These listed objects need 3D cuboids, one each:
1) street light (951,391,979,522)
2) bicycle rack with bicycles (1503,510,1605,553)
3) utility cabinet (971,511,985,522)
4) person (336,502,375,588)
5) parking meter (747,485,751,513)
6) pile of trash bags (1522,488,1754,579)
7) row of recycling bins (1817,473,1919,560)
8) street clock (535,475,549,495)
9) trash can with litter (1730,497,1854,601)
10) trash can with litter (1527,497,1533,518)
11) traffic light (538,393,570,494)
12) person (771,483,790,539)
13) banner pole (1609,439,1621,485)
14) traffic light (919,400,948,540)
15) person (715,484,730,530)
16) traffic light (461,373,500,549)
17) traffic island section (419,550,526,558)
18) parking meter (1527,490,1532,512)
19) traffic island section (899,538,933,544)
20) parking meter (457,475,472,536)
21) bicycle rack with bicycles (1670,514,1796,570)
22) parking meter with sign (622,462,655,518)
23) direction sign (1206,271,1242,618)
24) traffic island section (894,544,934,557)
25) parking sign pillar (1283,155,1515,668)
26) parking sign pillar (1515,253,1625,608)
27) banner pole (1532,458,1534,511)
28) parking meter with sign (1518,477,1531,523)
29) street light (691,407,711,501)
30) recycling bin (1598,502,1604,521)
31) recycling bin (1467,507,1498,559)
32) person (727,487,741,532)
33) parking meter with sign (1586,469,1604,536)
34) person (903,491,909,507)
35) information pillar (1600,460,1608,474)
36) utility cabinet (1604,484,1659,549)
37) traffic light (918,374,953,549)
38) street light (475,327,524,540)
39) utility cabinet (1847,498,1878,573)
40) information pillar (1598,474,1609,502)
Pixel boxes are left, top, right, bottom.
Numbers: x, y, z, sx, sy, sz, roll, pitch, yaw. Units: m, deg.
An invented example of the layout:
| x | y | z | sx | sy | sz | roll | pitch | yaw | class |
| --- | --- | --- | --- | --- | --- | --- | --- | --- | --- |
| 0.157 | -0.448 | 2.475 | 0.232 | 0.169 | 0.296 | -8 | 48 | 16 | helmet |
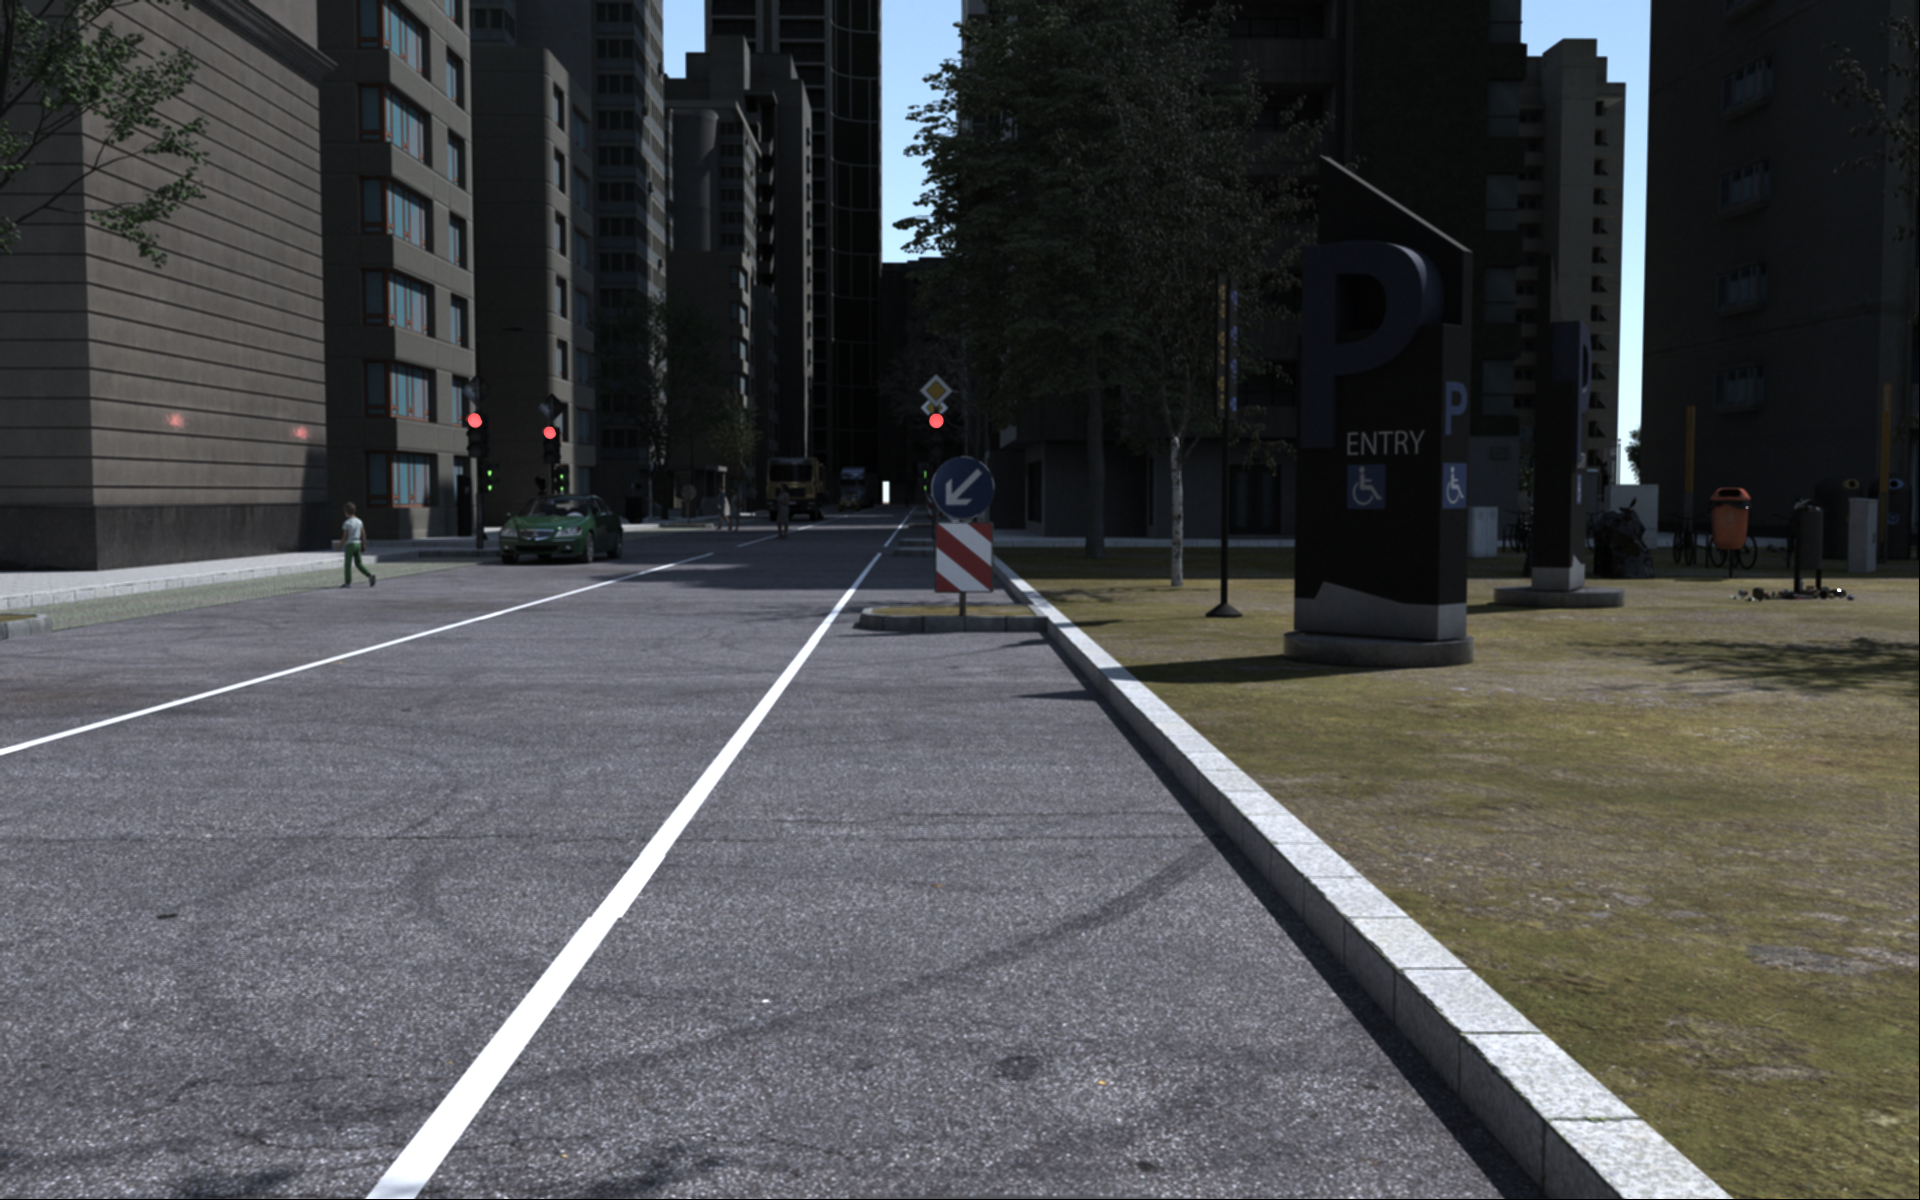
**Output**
| x | y | z | sx | sy | sz | roll | pitch | yaw | class |
| --- | --- | --- | --- | --- | --- | --- | --- | --- | --- |
| 0.186 | -6.478 | 78.456 | 1.470 | 5.913 | 1.316 | 0 | 4 | -1 | street light |
| 13.068 | -1.522 | 38.267 | 2.925 | 0.926 | 2.852 | -3 | 5 | -44 | bicycle rack with bicycles |
| 0.982 | -4.282 | 81.171 | 1.020 | 1.237 | 0.306 | 3 | 5 | 41 | utility cabinet |
| -9.252 | -0.842 | 26.507 | 0.590 | 1.304 | 0.306 | 1 | 4 | 11 | person |
| -14.305 | -6.823 | 117.272 | 0.255 | 1.863 | 0.399 | 0 | 4 | -8 | parking meter |
| 10.421 | -1.047 | 26.878 | 3.447 | 1.369 | 1.912 | 2 | 4 | 31 | pile of trash bags |
| 18.629 | -1.634 | 33.835 | 3.534 | 1.692 | 1.069 | 1 | 4 | 20 | row of recycling bins |
| -15.566 | -3.668 | 64.537 | 0.471 | 2.002 | 0.358 | -2 | 4 | -32 | street clock |
| 10.233 | -0.640 | 21.525 | 2.233 | 1.210 | 1.678 | -2 | 4 | -35 | trash can with litter |
| 26.801 | -4.298 | 81.660 | 0.624 | 1.170 | 1.055 | 0 | 4 | -1 | trash can with litter |
| -11.343 | -3.631 | 48.287 | 0.839 | 4.253 | 0.868 | 0 | 4 | -1 | traffic light |
| -5.788 | -2.854 | 55.523 | 0.532 | 1.782 | 0.716 | -3 | 5 | -40 | person |
| 29.558 | -5.389 | 78.128 | 0.863 | 3.779 | 0.401 | -2 | 4 | -29 | banner pole |
| -0.735 | -3.645 | 48.517 | 0.839 | 4.253 | 0.868 | 0 | 4 | -1 | traffic light |
| -9.456 | -3.708 | 69.142 | 0.654 | 1.822 | 0.581 | 0 | 4 | 8 | person |
| -11.181 | -3.143 | 40.304 | 0.839 | 4.253 | 0.868 | 0 | 4 | -1 | traffic light |
| -11.222 | -1.111 | 40.438 | 2.009 | 0.180 | 2.903 | 0 | 4 | -1 | traffic island section |
| 28.889 | -4.875 | 88.111 | 0.372 | 1.533 | 0.369 | 0 | 3 | 0 | parking meter |
| -0.694 | -1.612 | 48.632 | 2.009 | 0.180 | 2.903 | 0 | 4 | -1 | traffic island section |
| -15.028 | -2.863 | 52.527 | 0.255 | 1.863 | 0.399 | 2 | 4 | 26 | parking meter |
| 13.842 | -1.041 | 30.403 | 2.852 | 0.926 | 2.925 | 1 | 4 | 18 | bicycle rack with bicycles |
| -17.161 | -5.881 | 92.416 | 1.738 | 3.016 | 0.543 | -2 | 4 | -30 | parking meter with sign |
| 2.770 | -1.595 | 18.069 | 0.379 | 3.537 | 0.876 | 1 | 4 | 22 | direction sign |
| -0.532 | -1.123 | 40.649 | 2.009 | 0.180 | 2.903 | 0 | 4 | -1 | traffic island section |
| 3.255 | -1.523 | 13.380 | 1.447 | 3.967 | 1.447 | -3 | 5 | -44 | parking sign pillar |
| 6.957 | -1.929 | 20.015 | 1.447 | 3.967 | 1.447 | 2 | 4 | 27 | parking sign pillar |
| 40.212 | -8.024 | 121.202 | 0.401 | 3.779 | 0.863 | 3 | 5 | 44 | banner pole |
| 25.092 | -4.978 | 77.646 | 0.543 | 3.016 | 1.738 | 0 | 4 | -5 | parking meter with sign |
| -13.737 | -7.321 | 92.240 | 1.470 | 5.913 | 1.316 | 0 | 4 | -1 | street light |
| 21.669 | -2.787 | 58.114 | 0.722 | 1.027 | 0.722 | 0 | 4 | 5 | recycling bin |
| 10.236 | -1.349 | 34.618 | 0.722 | 1.027 | 0.722 | -2 | 4 | -33 | recycling bin |
| -8.462 | -3.401 | 65.118 | 0.522 | 1.701 | 0.512 | 1 | 4 | 19 | person |
| 19.170 | -3.471 | 53.012 | 1.738 | 3.016 | 0.543 | 0 | 4 | 3 | parking meter with sign |
| -5.752 | -10.753 | 185.001 | 0.721 | 1.739 | 1.217 | -2 | 4 | -30 | person |
| 44.265 | -7.809 | 119.025 | 0.504 | 3.616 | 0.183 | 2 | 4 | 31 | information pillar |
| 15.418 | -1.906 | 39.834 | 1.173 | 1.500 | 0.318 | 0 | 4 | -7 | utility cabinet |
| -0.573 | -3.157 | 40.534 | 0.839 | 4.253 | 0.868 | 0 | 4 | -1 | traffic light |
| -12.795 | -4.624 | 48.149 | 1.470 | 5.913 | 1.316 | 0 | 4 | -1 | street light |
| 14.881 | -1.063 | 28.539 | 0.306 | 1.237 | 1.020 | 3 | 4 | 36 | utility cabinet |
| 23.125 | -3.539 | 62.359 | 0.304 | 2.012 | 0.304 | -1 | 4 | -10 | information pillar |
